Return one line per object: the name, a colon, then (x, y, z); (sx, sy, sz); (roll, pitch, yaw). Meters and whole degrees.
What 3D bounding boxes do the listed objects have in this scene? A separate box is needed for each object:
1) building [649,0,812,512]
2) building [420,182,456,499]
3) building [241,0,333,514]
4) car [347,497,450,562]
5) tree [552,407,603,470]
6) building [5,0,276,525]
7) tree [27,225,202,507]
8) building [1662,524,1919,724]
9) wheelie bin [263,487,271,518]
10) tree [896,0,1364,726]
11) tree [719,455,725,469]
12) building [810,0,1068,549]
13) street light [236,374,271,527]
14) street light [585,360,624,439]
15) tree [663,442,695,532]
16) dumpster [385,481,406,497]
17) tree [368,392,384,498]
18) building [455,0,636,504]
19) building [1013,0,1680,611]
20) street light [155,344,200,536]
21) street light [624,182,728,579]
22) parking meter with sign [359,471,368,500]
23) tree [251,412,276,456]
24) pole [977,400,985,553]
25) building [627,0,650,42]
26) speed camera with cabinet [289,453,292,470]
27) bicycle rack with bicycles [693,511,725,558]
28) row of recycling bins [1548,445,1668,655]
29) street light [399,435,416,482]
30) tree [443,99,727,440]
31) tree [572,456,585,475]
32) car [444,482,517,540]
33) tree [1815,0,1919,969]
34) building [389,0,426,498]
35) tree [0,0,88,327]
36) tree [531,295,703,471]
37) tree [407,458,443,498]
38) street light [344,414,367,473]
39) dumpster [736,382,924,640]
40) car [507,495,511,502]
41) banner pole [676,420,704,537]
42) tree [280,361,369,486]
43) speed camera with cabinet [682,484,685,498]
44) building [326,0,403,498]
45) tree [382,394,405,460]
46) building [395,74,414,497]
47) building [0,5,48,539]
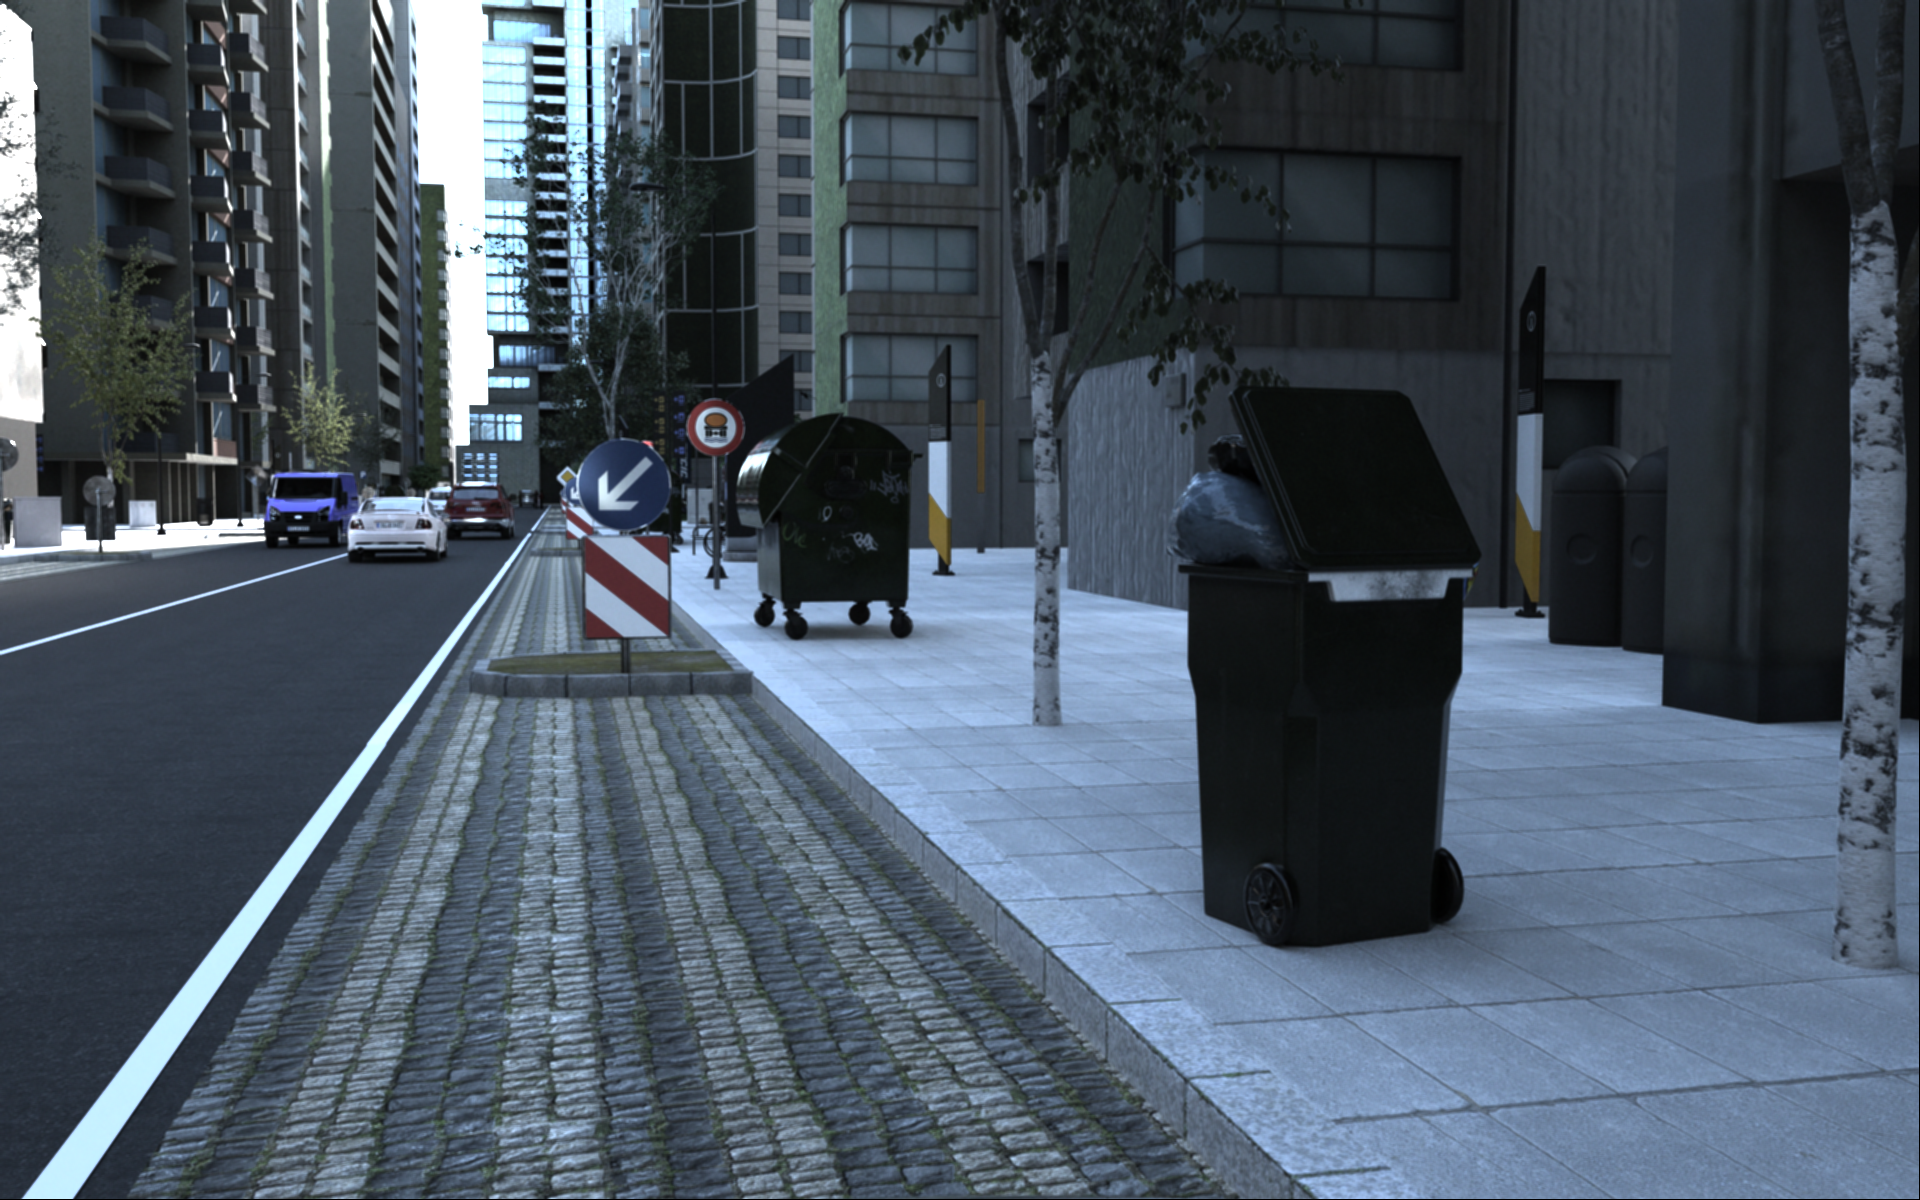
building: (-14.650, -42.311, 130.039); (20.563, 71.187, 20.611); (-1, 4, -13)
building: (-74.328, -33.332, 228.580); (14.086, 41.232, 14.154); (-1, 4, -13)
building: (-49.226, -26.266, 113.045); (14.154, 41.232, 14.086); (-1, 4, -13)
car: (-12.313, -1.570, 38.024); (2.083, 1.381, 4.827); (-1, 4, -13)
tree: (-31.918, -13.196, 150.172); (7.601, 10.594, 8.767); (0, 4, 6)
building: (-46.003, -26.188, 82.800); (22.147, 44.769, 28.867); (-1, 4, -13)
tree: (-23.646, -6.005, 48.545); (4.737, 8.622, 4.395); (0, 3, 0)
building: (16.996, -23.089, 1.199); (21.300, 48.544, 21.600); (-1, 4, -13)
wheelie bin: (-30.065, -4.140, 75.602); (0.693, 1.594, 0.980); (-2, 4, -31)
tree: (0.642, -3.599, 9.208); (4.360, 8.622, 3.978); (0, 3, 0)
tree: (-6.160, -4.409, 55.798); (4.285, 4.588, 4.351); (0, 3, 0)
building: (2.696, -22.242, 47.246); (14.154, 41.232, 14.086); (-1, 4, -13)
street light: (-27.258, -5.765, 66.802); (1.470, 5.913, 1.316); (-1, 4, -13)
street light: (-12.185, -5.373, 60.384); (1.470, 5.913, 1.316); (-1, 4, -13)
tree: (-9.995, -3.925, 58.767); (1.663, 3.219, 1.824); (0, 3, 0)
dumpster: (-43.044, -7.914, 131.880); (1.502, 2.255, 1.985); (-1, 4, -13)
tree: (-38.105, -9.519, 106.002); (4.360, 8.622, 3.978); (0, 3, 0)
building: (-52.640, -56.475, 236.038); (31.000, 86.520, 22.319); (-1, 4, -13)
building: (7.822, -15.561, 26.120); (14.160, 30.474, 14.107); (-1, 4, -13)
street light: (-24.225, -4.961, 53.646); (1.470, 5.913, 1.316); (-1, 4, -13)
street light: (-4.236, -3.275, 26.090); (1.470, 5.913, 1.316); (-1, 4, -13)
parking meter with sign: (-44.932, -8.276, 131.577); (1.738, 3.016, 0.543); (3, 5, 42)
tree: (-43.703, -9.406, 104.158); (4.737, 8.622, 4.395); (0, 3, 0)
pole: (0.457, -2.672, 37.529); (0.158, 3.312, 0.155); (0, 3, 0)
building: (-22.665, -33.793, 172.125); (23.786, 49.044, 30.456); (-1, 4, -13)
speed camera with cabinet: (-31.511, -5.375, 82.219); (0.660, 3.252, 2.038); (-2, 4, -25)
bicycle rack with bicycles: (-4.227, -1.383, 35.988); (2.925, 0.926, 2.852); (-2, 4, -25)
row of recycling bins: (6.128, -0.402, 13.690); (1.069, 1.692, 3.534); (-2, 4, -29)
street light: (-43.159, -9.957, 135.329); (1.470, 5.913, 1.316); (-1, 4, -13)
tree: (-18.072, -13.978, 84.423); (12.611, 20.169, 13.585); (0, 3, 0)
tree: (-26.682, -8.662, 125.345); (4.285, 4.588, 4.351); (0, 3, 0)
car: (-15.582, -2.909, 56.234); (2.281, 1.827, 5.304); (-1, 4, -12)
tree: (2.569, -3.297, 4.272); (4.360, 8.622, 3.978); (0, 3, 0)
building: (-75.938, -39.999, 195.988); (28.212, 58.520, 21.231); (-1, 4, -13)
tree: (-20.117, -7.232, 28.621); (12.009, 13.543, 11.850); (0, 3, 0)
tree: (-19.638, -11.169, 99.619); (9.611, 12.733, 9.660); (0, 3, 0)
tree: (-49.397, -10.780, 159.968); (4.285, 4.588, 4.351); (0, 3, 0)
street light: (-35.210, -7.844, 100.788); (1.470, 5.913, 1.316); (-1, 4, -13)
dumpster: (-1.222, -0.828, 16.030); (1.502, 2.255, 1.985); (-1, 4, -13)
car: (-54.250, -11.820, 205.840); (1.945, 1.354, 3.894); (-1, 4, -13)
banner pole: (-8.102, -3.779, 51.799); (0.863, 3.779, 0.401); (-2, 4, -24)
tree: (-35.146, -8.865, 95.312); (4.360, 8.622, 3.978); (0, 3, 0)
speed camera with cabinet: (-14.702, -6.122, 94.423); (2.038, 3.252, 0.660); (0, 4, -1)
building: (-59.670, -31.988, 146.704); (21.300, 48.544, 21.600); (-1, 4, -13)
tree: (-42.400, -10.696, 125.237); (4.360, 8.622, 3.978); (0, 3, 0)
building: (-64.736, -32.383, 179.574); (14.600, 45.320, 14.200); (-1, 4, -13)
building: (-34.736, -10.842, 44.726); (16.811, 18.784, 16.820); (-1, 4, -13)
